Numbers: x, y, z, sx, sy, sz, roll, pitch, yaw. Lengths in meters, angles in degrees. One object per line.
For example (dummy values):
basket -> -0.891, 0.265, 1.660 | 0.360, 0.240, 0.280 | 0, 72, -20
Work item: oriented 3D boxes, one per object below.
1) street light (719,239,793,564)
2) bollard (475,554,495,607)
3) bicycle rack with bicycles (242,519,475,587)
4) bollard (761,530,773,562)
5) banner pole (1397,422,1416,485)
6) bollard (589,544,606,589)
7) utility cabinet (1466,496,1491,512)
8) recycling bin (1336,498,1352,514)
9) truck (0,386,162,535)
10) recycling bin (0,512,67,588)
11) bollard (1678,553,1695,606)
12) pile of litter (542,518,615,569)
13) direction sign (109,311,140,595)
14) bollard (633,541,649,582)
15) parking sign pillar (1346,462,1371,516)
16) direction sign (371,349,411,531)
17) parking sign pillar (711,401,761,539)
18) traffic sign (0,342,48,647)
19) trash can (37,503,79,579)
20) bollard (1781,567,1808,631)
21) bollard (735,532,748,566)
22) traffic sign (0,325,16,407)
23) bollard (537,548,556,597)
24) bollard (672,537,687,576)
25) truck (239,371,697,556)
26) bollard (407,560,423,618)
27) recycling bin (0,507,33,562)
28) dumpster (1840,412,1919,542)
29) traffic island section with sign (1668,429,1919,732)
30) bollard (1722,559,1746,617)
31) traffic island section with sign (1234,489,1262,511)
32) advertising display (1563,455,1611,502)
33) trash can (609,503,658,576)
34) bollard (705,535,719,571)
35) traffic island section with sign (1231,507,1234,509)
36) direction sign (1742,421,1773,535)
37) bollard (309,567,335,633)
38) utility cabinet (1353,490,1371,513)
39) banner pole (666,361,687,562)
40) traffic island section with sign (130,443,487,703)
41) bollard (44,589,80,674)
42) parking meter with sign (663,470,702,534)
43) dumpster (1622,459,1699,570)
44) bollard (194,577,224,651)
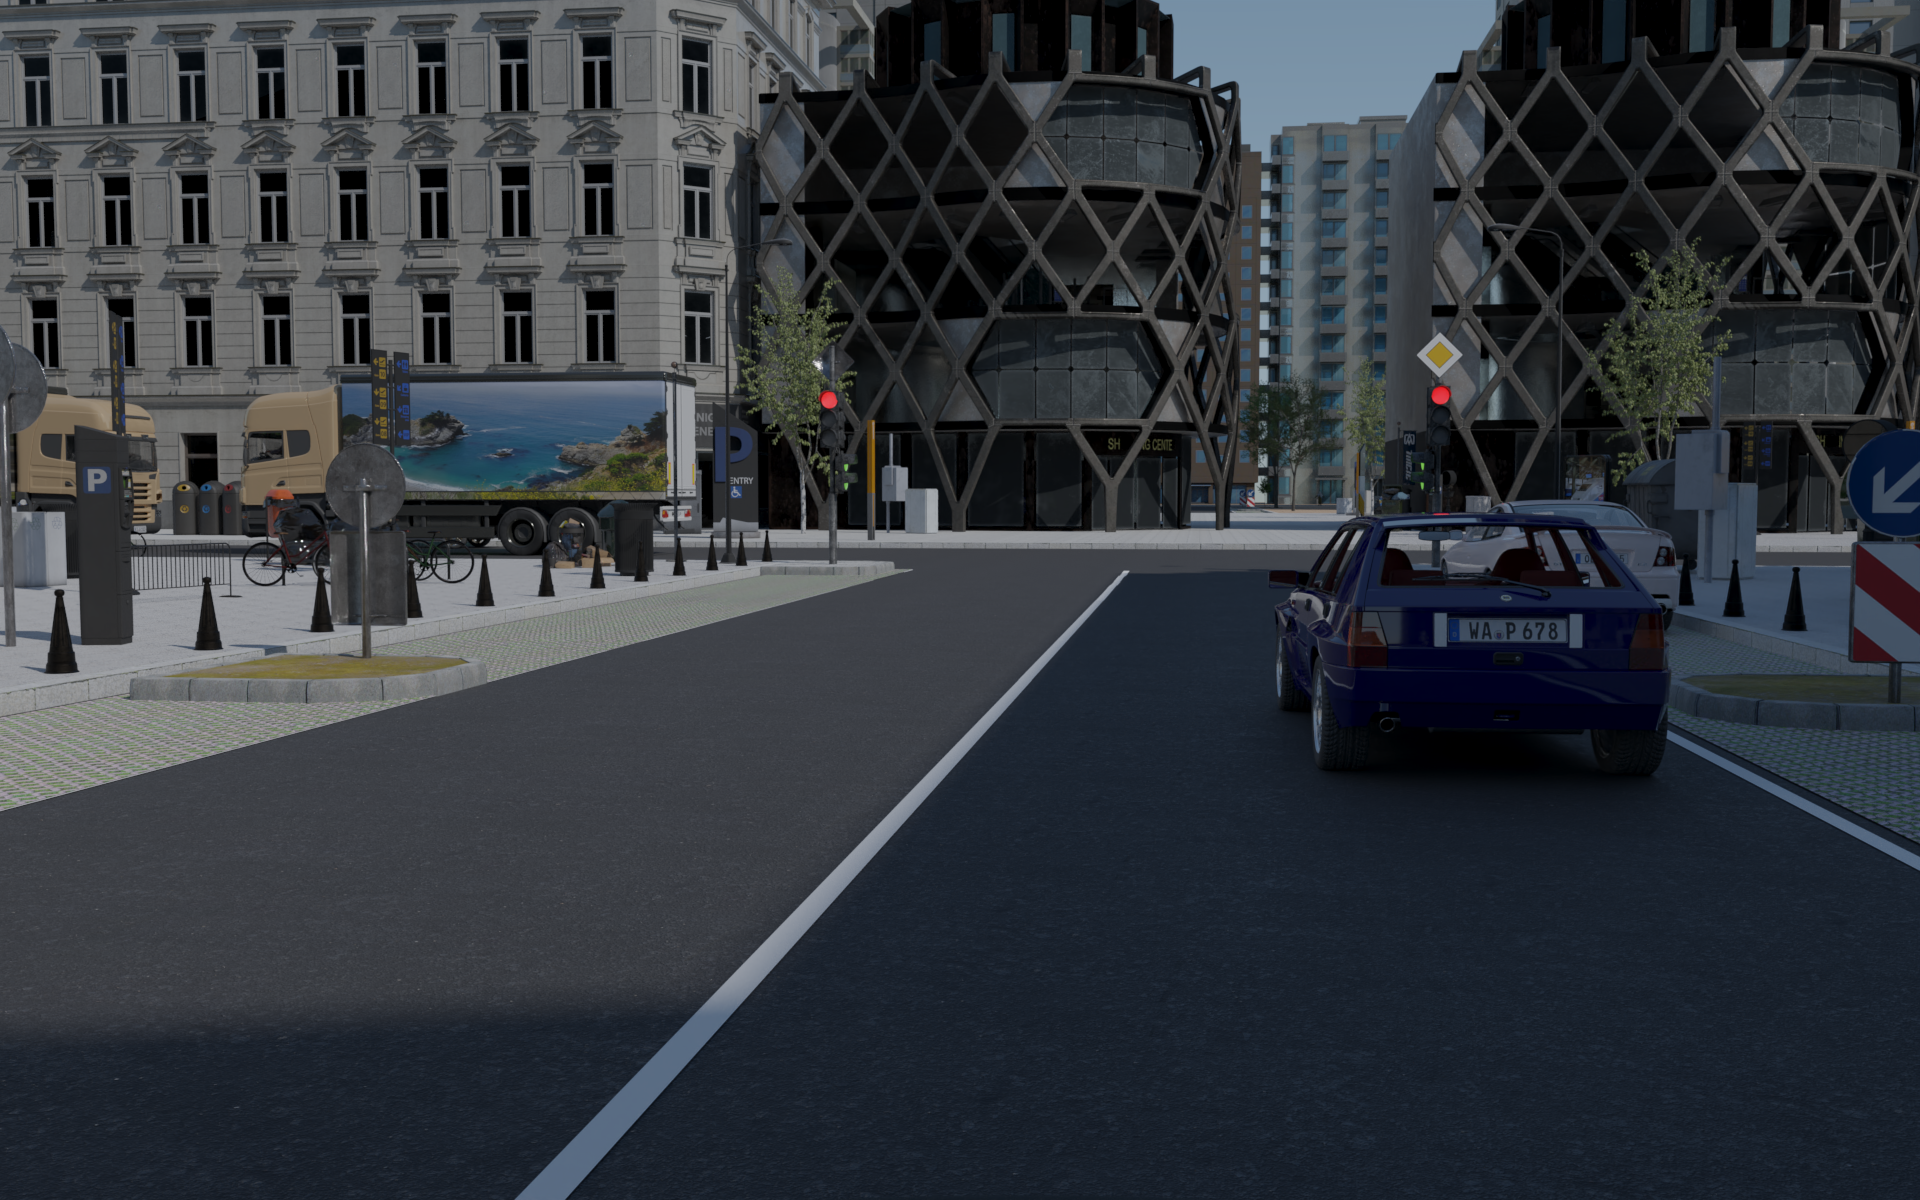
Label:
street light -> -3.735, -3.620, 31.725 | 1.470, 5.913, 1.316 | 0, 4, 8
bollard -> -5.436, -0.230, 19.805 | 0.229, 0.601, 0.229 | 0, 3, 0
bicycle rack with bicycles -> -8.423, -0.709, 24.978 | 2.925, 0.926, 2.852 | 0, 4, 3
bollard -> -3.650, -1.022, 32.753 | 0.229, 0.601, 0.229 | 0, 3, 0
banner pole -> 15.371, -4.274, 59.890 | 0.863, 3.779, 0.401 | 0, 4, -7
bollard -> -4.921, -0.457, 23.508 | 0.229, 0.601, 0.229 | 0, 3, 0
utility cabinet -> 16.309, -2.650, 54.482 | 1.020, 1.237, 0.306 | -3, 5, -43
recycling bin -> 24.430, -5.966, 110.095 | 0.722, 1.027, 0.722 | -2, 4, -28
truck -> -25.889, -3.419, 44.809 | 11.283, 4.237, 2.839 | 0, 4, 7
recycling bin -> -13.021, -0.710, 24.164 | 0.722, 1.027, 0.722 | 1, 4, 18
bollard -> 8.358, -0.239, 19.955 | 0.229, 0.601, 0.229 | 0, 3, 0
pile of litter -> -6.632, -1.009, 30.466 | 1.719, 0.858, 1.176 | -3, 5, -40
direction sign -> -10.625, -1.829, 21.904 | 0.379, 3.537, 0.876 | -1, 4, -18
bollard -> -4.673, -0.570, 25.360 | 0.229, 0.601, 0.229 | 0, 3, 0
parking sign pillar -> 23.817, -7.035, 103.502 | 1.447, 3.967, 1.447 | 1, 4, 13
direction sign -> -9.009, -2.171, 27.489 | 0.379, 3.537, 0.876 | 1, 4, 21
parking sign pillar -> -6.531, -3.785, 50.354 | 1.447, 3.967, 1.447 | 0, 4, -7
traffic sign -> -7.987, -0.880, 14.497 | 0.768, 2.556, 0.104 | 1, 4, 9
trash can -> -13.590, -0.897, 26.325 | 0.748, 1.137, 0.748 | 0, 3, 0
bollard -> 7.847, -0.014, 16.269 | 0.229, 0.601, 0.229 | 0, 3, 0
bollard -> -3.901, -0.909, 30.902 | 0.229, 0.601, 0.229 | 0, 3, 0
traffic sign -> -6.849, -0.724, 11.943 | 0.768, 2.556, 0.104 | 1, 4, 12
bollard -> -5.177, -0.344, 21.666 | 0.229, 0.601, 0.229 | 0, 3, 0
bollard -> -4.412, -0.683, 27.202 | 0.229, 0.601, 0.229 | 0, 3, 0
truck -> -12.071, -3.211, 41.415 | 11.283, 4.237, 2.839 | 0, 4, 8
bollard -> -5.687, -0.117, 17.961 | 0.229, 0.601, 0.229 | 0, 3, 0
recycling bin -> -18.989, -1.330, 34.295 | 0.722, 1.027, 0.722 | 1, 4, 9
dumpster -> 11.436, -1.087, 20.267 | 1.502, 2.255, 1.985 | 0, 4, 8
traffic island section with sign -> 5.743, -0.165, 11.327 | 1.989, 1.847, 2.006 | 0, 4, 8
bollard -> 8.101, -0.127, 18.112 | 0.229, 0.601, 0.229 | 0, 3, 0
traffic island section with sign -> 23.989, -8.253, 143.572 | 1.989, 1.847, 2.006 | 0, 4, 8
advertising display -> 10.381, -1.437, 28.710 | 0.123, 1.923, 0.974 | -1, 4, -22
trash can -> -5.118, -0.950, 27.193 | 0.748, 1.137, 0.748 | 0, 3, 0
bollard -> -4.159, -0.795, 29.045 | 0.229, 0.601, 0.229 | 0, 3, 0
traffic island section with sign -> 27.673, -9.887, 170.275 | 1.989, 1.847, 2.006 | 0, 4, 8
direction sign -> 24.911, -3.802, 54.164 | 0.379, 3.537, 0.876 | -3, 5, -43
bollard -> -5.943, -0.005, 16.119 | 0.229, 0.601, 0.229 | 0, 3, 0
utility cabinet -> 24.541, -5.943, 105.854 | 0.318, 1.500, 1.173 | -2, 4, -30
banner pole -> -5.360, -2.603, 32.570 | 0.401, 3.779, 0.863 | 0, 4, -8
traffic island section with sign -> -4.630, -0.253, 12.764 | 1.989, 1.847, 2.006 | 0, 4, 8
bollard -> -6.453, 0.221, 12.425 | 0.229, 0.601, 0.229 | 0, 3, 0
parking meter with sign -> -8.649, -3.623, 55.491 | 1.738, 3.016, 0.543 | -1, 4, -11
dumpster -> 11.750, -1.391, 28.504 | 1.264, 1.857, 1.865 | 0, 4, 8
bollard -> -6.198, 0.108, 14.269 | 0.229, 0.601, 0.229 | 0, 3, 0
